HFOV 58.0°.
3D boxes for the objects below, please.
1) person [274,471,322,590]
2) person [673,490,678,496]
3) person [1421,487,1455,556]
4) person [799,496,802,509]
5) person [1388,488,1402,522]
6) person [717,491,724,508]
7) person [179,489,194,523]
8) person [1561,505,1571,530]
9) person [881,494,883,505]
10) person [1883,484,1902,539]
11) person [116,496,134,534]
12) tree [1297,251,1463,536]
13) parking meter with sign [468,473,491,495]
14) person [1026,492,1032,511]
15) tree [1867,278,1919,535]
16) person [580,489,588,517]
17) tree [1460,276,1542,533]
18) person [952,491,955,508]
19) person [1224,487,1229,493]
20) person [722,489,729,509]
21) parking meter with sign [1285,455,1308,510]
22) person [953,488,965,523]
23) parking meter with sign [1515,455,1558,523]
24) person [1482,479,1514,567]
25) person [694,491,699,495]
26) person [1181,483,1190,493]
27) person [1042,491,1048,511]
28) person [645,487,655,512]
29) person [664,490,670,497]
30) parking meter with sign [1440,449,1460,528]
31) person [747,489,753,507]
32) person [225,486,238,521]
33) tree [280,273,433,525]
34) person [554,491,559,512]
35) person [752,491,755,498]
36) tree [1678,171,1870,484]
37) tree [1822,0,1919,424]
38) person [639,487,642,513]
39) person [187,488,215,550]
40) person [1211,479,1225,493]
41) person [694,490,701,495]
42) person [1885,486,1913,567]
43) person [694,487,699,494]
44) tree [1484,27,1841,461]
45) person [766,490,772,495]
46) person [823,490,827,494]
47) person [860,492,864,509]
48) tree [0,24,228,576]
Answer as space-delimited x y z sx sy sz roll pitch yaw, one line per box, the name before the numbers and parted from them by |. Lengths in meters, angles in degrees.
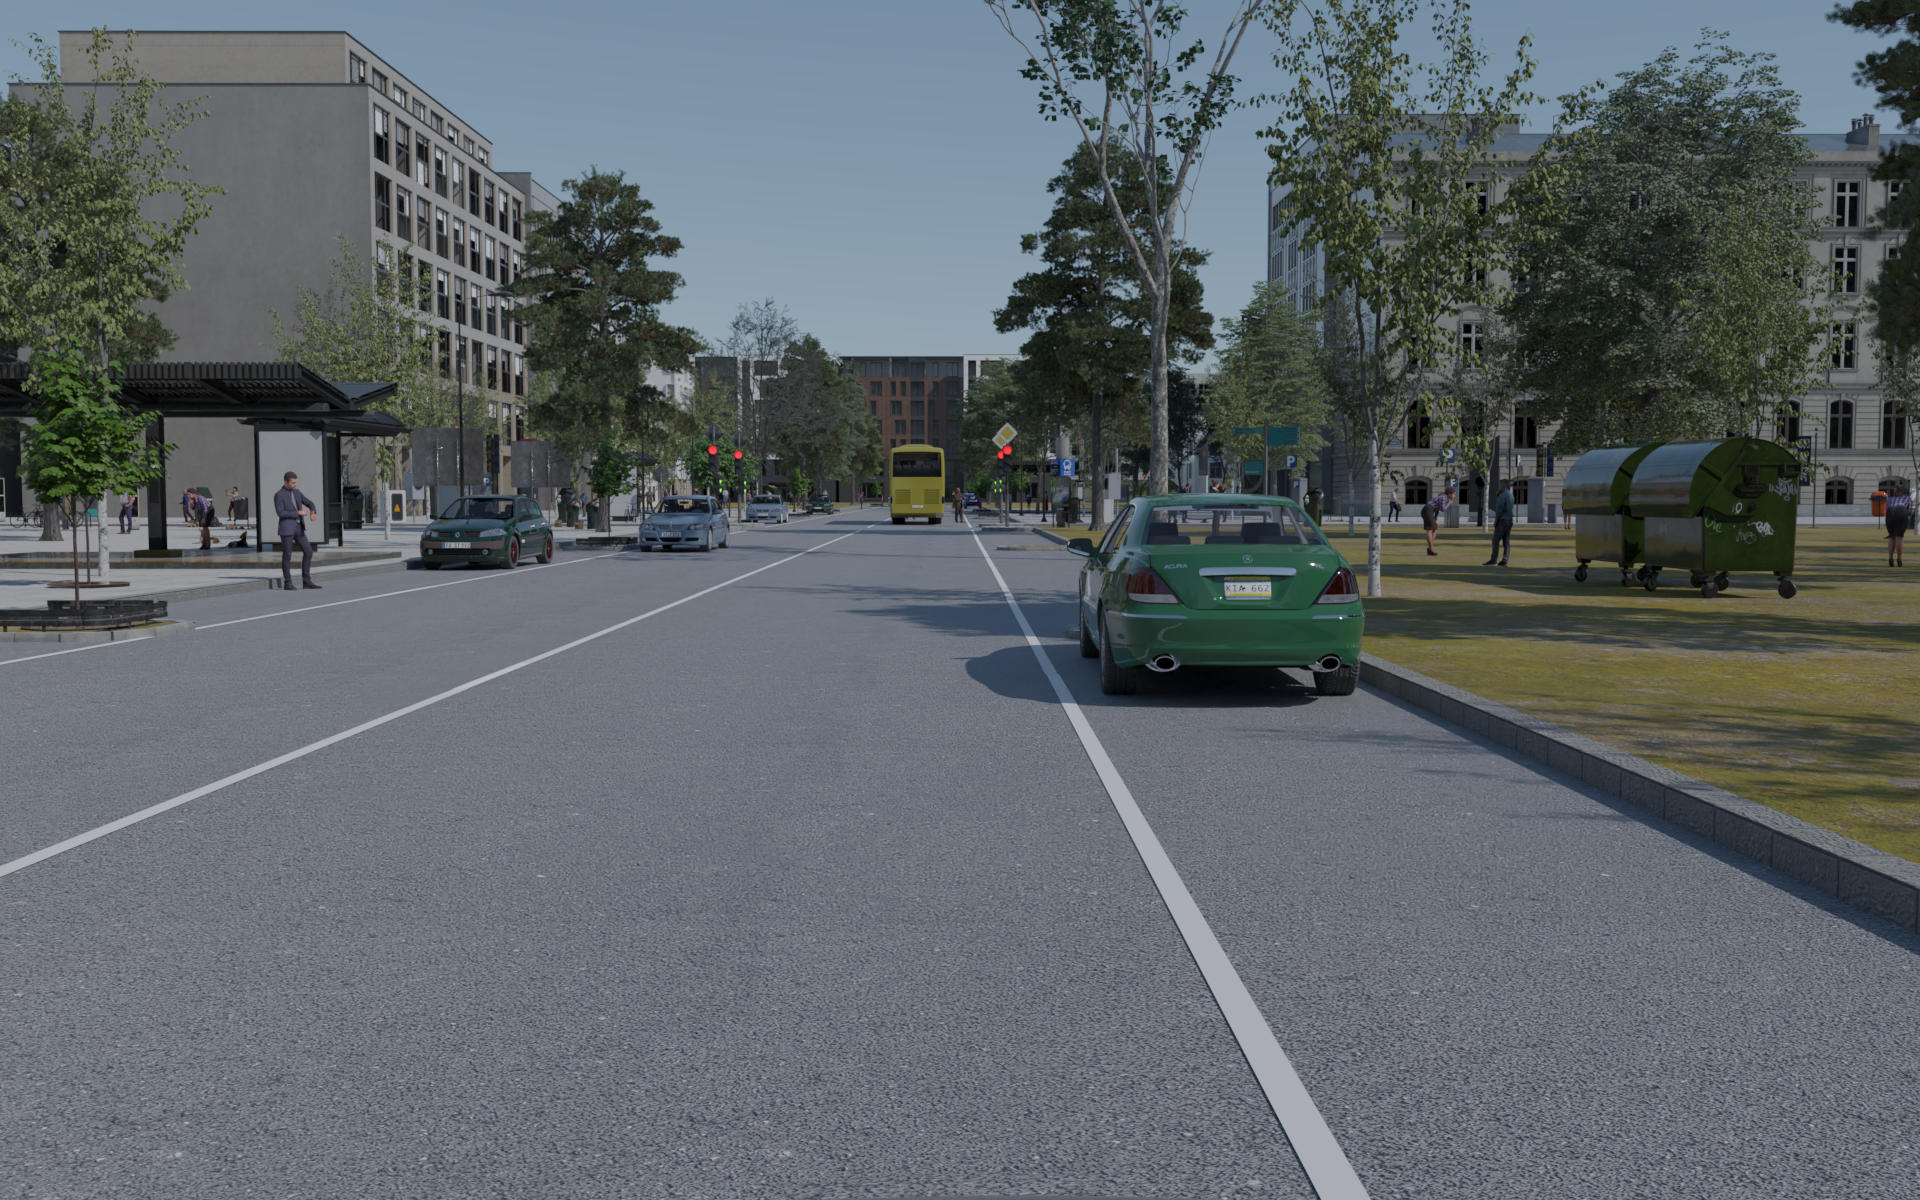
person | -9.850 -1.034 25.858 0.568 1.767 0.683 1 4 22
person | -23.387 -8.273 143.180 0.662 1.594 0.647 -1 4 -22
person | 9.923 -1.633 35.978 0.697 1.427 0.421 1 4 9
person | -13.483 -8.565 148.283 0.471 1.553 0.569 1 4 15
person | 19.827 -4.325 78.971 0.590 1.554 0.614 1 4 23
person | -19.479 -8.105 140.771 0.569 1.553 0.471 -1 4 -9
person | -34.864 -4.233 77.938 0.600 1.496 0.574 1 4 14
person | 21.882 -3.240 62.255 0.421 1.427 0.697 0 4 4
person | -9.947 -12.731 219.882 0.599 1.433 0.991 -1 4 -15
person | 26.432 -2.484 48.867 0.499 1.552 0.429 -1 4 -12
person | -26.670 -2.956 55.315 0.436 1.711 0.756 -3 5 -42
tree | 11.990 -6.227 52.181 4.360 8.622 3.978 0 3 0
parking meter with sign | -17.035 -3.998 61.626 1.738 3.016 0.543 3 5 44
person | 5.207 -7.425 130.676 0.421 1.427 0.697 0 4 5
tree | 30.102 -6.337 53.968 4.360 8.622 3.978 0 3 0
person | -20.925 -5.391 96.399 0.429 1.552 0.499 -2 4 -30
tree | 17.451 -6.560 57.611 4.360 8.622 3.978 0 3 0
person | -0.548 -9.996 172.736 0.445 1.727 0.742 -2 4 -27
person | 12.115 -4.341 78.890 0.647 1.594 0.662 -1 4 -19
person | -20.293 -8.763 149.183 0.709 1.838 0.599 -3 5 -42
parking meter with sign | 15.370 -5.013 78.220 0.543 3.016 1.738 3 5 41
person | -0.015 -4.725 86.446 0.600 1.739 0.565 2 4 25
parking meter with sign | 25.340 -4.883 76.090 1.738 3.016 0.543 2 4 31
person | 9.560 -1.365 30.581 0.499 1.552 0.429 -1 4 -20
person | -14.620 -5.304 95.946 0.799 1.438 0.628 3 5 40
person | 10.027 -4.273 76.349 0.568 1.767 0.683 -1 4 -18
person | 6.224 -7.231 126.745 0.523 1.526 0.387 1 4 19
person | -21.827 -7.027 121.479 0.990 1.755 0.434 -3 4 -36
person | -27.702 -9.543 163.537 0.593 1.643 0.415 -3 5 -41
parking meter with sign | 18.736 -4.270 66.069 0.543 3.016 1.738 0 4 4
person | -13.582 -6.345 111.741 0.435 1.587 0.963 0 4 6
person | -34.627 -4.579 82.372 0.566 1.644 0.517 -2 4 -26
tree | -20.860 -6.629 58.745 4.360 8.622 3.978 0 3 0
person | -28.578 -6.977 122.655 0.613 1.512 0.480 3 4 36
person | -15.408 -7.448 130.088 0.482 1.546 0.388 1 4 15
tree | 18.243 -5.458 39.604 4.737 8.622 4.395 0 3 0
tree | 15.592 -6.212 23.615 6.751 12.117 7.091 0 3 0
person | -21.651 -6.763 117.301 0.600 1.739 0.565 -3 5 -40
person | -17.376 -1.858 39.651 0.421 1.427 0.697 1 4 22
person | 7.786 -2.757 51.930 0.445 1.727 0.742 -2 4 -35
person | -19.280 -7.318 127.151 0.517 1.644 0.566 -2 4 -32
person | 16.471 -1.293 30.420 0.421 1.427 0.697 3 4 38
person | -19.136 -7.265 125.266 0.568 1.767 0.683 -1 4 -19
tree | 19.394 -8.709 49.054 9.857 13.997 8.962 0 3 0
person | -13.503 -6.972 122.240 0.590 1.554 0.614 1 4 14
person | -14.523 -10.978 186.208 0.551 1.740 0.621 -2 4 -35
person | -9.110 -9.286 161.797 0.415 1.643 0.593 -2 4 -29
tree | -13.618 -4.674 26.788 4.737 8.622 4.395 0 3 0
